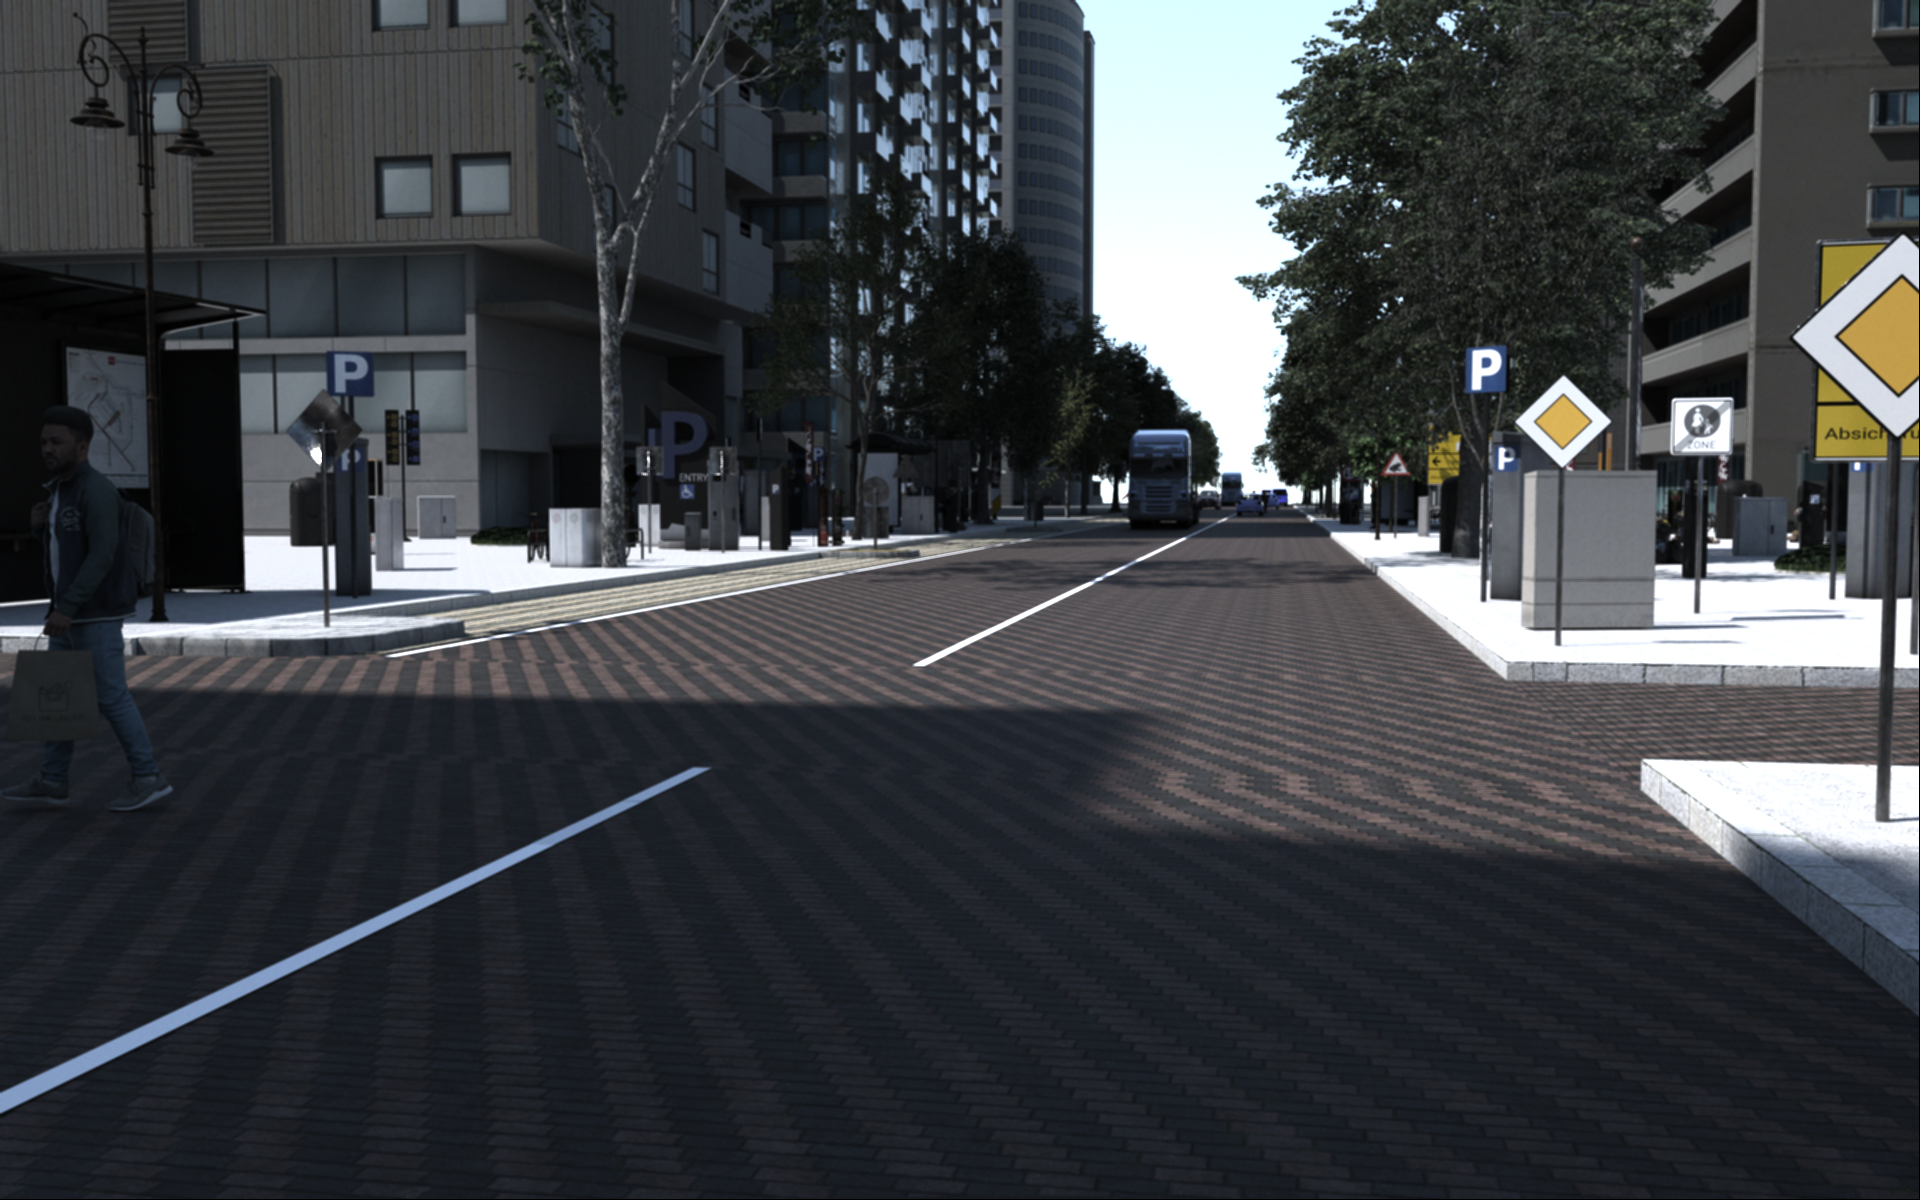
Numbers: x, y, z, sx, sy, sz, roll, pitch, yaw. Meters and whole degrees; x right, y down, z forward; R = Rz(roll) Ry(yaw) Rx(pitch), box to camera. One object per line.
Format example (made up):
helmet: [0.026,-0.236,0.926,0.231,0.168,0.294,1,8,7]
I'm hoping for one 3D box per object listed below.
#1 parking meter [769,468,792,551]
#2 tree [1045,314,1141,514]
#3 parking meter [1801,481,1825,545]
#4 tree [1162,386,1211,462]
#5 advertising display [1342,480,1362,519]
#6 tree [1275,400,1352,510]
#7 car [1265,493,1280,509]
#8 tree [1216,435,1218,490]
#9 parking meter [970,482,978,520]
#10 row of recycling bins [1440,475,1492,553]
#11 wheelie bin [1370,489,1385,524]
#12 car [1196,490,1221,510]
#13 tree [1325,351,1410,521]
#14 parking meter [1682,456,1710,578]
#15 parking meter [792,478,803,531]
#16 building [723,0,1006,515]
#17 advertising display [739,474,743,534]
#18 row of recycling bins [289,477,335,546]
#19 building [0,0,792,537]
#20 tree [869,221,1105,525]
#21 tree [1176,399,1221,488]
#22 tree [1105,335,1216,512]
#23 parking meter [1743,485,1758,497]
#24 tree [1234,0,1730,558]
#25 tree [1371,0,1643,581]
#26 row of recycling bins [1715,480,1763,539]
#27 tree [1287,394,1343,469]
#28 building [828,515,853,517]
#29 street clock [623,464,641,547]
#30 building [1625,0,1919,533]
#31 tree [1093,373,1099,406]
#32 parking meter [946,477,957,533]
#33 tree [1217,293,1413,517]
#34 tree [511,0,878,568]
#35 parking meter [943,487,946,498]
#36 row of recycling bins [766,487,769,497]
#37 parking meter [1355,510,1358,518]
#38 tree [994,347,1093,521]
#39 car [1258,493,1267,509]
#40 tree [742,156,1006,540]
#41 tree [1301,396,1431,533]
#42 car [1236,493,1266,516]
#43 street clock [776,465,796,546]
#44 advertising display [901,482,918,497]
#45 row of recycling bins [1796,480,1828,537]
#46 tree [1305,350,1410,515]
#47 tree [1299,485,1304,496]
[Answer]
parking meter: [-4.114,-2.053,39.275,0.399,1.863,0.255,2,4,31]
tree: [7.745,-11.661,108.790,7.486,12.596,7.792,0,3,0]
parking meter: [16.106,-1.486,32.706,0.372,1.533,0.369,0,3,0]
tree: [21.505,-16.735,183.990,12.009,13.543,11.850,0,3,0]
advertising display: [17.508,-4.419,77.466,0.123,1.923,0.974,-3,5,-42]
tree: [30.027,-13.806,143.853,7.486,12.596,7.792,0,3,0]
car: [29.028,-9.346,162.403,1.945,1.707,3.694,1,4,10]
tree: [16.290,-14.257,150.110,9.611,12.733,9.660,0,3,0]
parking meter: [0.682,-4.876,85.441,0.255,1.863,0.399,-2,4,-27]
row of recycling bins: [11.961,-1.962,39.196,3.534,1.692,1.069,-3,5,-44]
wheelie bin: [18.328,-4.135,75.521,0.980,1.594,0.693,3,4,38]
car: [23.129,-9.313,160.941,2.281,1.827,5.304,1,4,12]
tree: [19.453,-8.079,82.460,4.737,8.622,4.395,0,3,0]
parking meter: [11.250,-1.270,26.481,0.255,1.863,0.399,0,4,3]
parking meter: [-5.715,-3.349,60.465,0.399,1.863,0.255,-2,4,-28]
building: [-9.299,-31.791,139.390,23.786,49.044,30.456,1,4,10]
advertising display: [-6.761,-3.064,55.306,0.123,1.923,0.974,-2,4,-34]
row of recycling bins: [-16.423,-2.260,44.062,1.069,1.692,3.534,-1,4,-16]
building: [-23.006,-29.037,63.991,28.713,52.752,27.495,1,4,10]
tree: [0.974,-9.534,72.884,9.611,12.733,9.660,0,3,0]
tree: [26.125,-17.675,207.108,7.486,12.596,7.792,0,3,0]
tree: [11.345,-12.705,124.739,9.611,12.733,9.660,0,3,0]
parking meter: [21.863,-2.418,47.943,0.372,1.533,0.369,0,3,0]
tree: [10.192,-7.827,34.633,9.857,13.997,8.962,0,3,0]
tree: [7.888,-4.607,25.692,4.360,8.622,3.978,0,3,0]
row of recycling bins: [22.752,-2.662,50.643,1.069,1.692,3.534,2,4,32]
tree: [27.938,-12.062,131.622,7.601,10.594,8.767,3,5,41]
building: [-14.292,-29.949,109.267,23.786,49.044,30.456,1,4,10]
street clock: [-7.964,-2.279,41.834,0.471,2.002,0.358,-3,4,-36]
building: [38.288,-26.914,63.739,21.300,48.544,21.600,1,4,10]
tree: [5.796,-8.939,96.508,4.737,8.622,4.395,0,3,0]
parking meter: [-0.225,-3.161,57.395,0.255,1.863,0.399,0,4,3]
tree: [20.454,-10.899,95.212,9.611,12.733,9.660,0,3,0]
tree: [-5.025,-10.559,28.536,12.611,20.169,13.585,0,3,0]
parking meter: [-0.816,-4.696,82.487,0.399,1.863,0.255,2,4,34]
row of recycling bins: [-11.164,-5.221,92.483,1.069,1.692,3.534,1,4,20]
parking meter: [19.873,-4.803,86.941,0.372,1.533,0.369,0,3,0]
tree: [3.371,-8.098,82.767,4.737,8.622,4.395,0,3,0]
car: [29.925,-10.015,173.342,1.945,1.707,3.694,1,4,10]
tree: [-2.560,-6.939,47.863,7.601,10.594,8.767,1,4,20]
tree: [14.298,-4.507,57.409,4.285,4.588,4.351,0,3,0]
car: [19.298,-6.450,115.050,1.945,1.707,3.694,1,4,12]
street clock: [-4.296,-2.334,42.737,0.471,2.002,0.358,-2,4,-32]
advertising display: [-2.700,-5.298,91.829,0.974,1.923,0.123,-1,4,-18]
row of recycling bins: [26.347,-2.825,53.302,1.069,1.692,3.534,1,4,20]
tree: [23.604,-11.031,106.109,9.928,11.665,9.643,0,3,0]
tree: [47.689,-17.667,239.214,4.737,8.622,4.395,0,3,0]
